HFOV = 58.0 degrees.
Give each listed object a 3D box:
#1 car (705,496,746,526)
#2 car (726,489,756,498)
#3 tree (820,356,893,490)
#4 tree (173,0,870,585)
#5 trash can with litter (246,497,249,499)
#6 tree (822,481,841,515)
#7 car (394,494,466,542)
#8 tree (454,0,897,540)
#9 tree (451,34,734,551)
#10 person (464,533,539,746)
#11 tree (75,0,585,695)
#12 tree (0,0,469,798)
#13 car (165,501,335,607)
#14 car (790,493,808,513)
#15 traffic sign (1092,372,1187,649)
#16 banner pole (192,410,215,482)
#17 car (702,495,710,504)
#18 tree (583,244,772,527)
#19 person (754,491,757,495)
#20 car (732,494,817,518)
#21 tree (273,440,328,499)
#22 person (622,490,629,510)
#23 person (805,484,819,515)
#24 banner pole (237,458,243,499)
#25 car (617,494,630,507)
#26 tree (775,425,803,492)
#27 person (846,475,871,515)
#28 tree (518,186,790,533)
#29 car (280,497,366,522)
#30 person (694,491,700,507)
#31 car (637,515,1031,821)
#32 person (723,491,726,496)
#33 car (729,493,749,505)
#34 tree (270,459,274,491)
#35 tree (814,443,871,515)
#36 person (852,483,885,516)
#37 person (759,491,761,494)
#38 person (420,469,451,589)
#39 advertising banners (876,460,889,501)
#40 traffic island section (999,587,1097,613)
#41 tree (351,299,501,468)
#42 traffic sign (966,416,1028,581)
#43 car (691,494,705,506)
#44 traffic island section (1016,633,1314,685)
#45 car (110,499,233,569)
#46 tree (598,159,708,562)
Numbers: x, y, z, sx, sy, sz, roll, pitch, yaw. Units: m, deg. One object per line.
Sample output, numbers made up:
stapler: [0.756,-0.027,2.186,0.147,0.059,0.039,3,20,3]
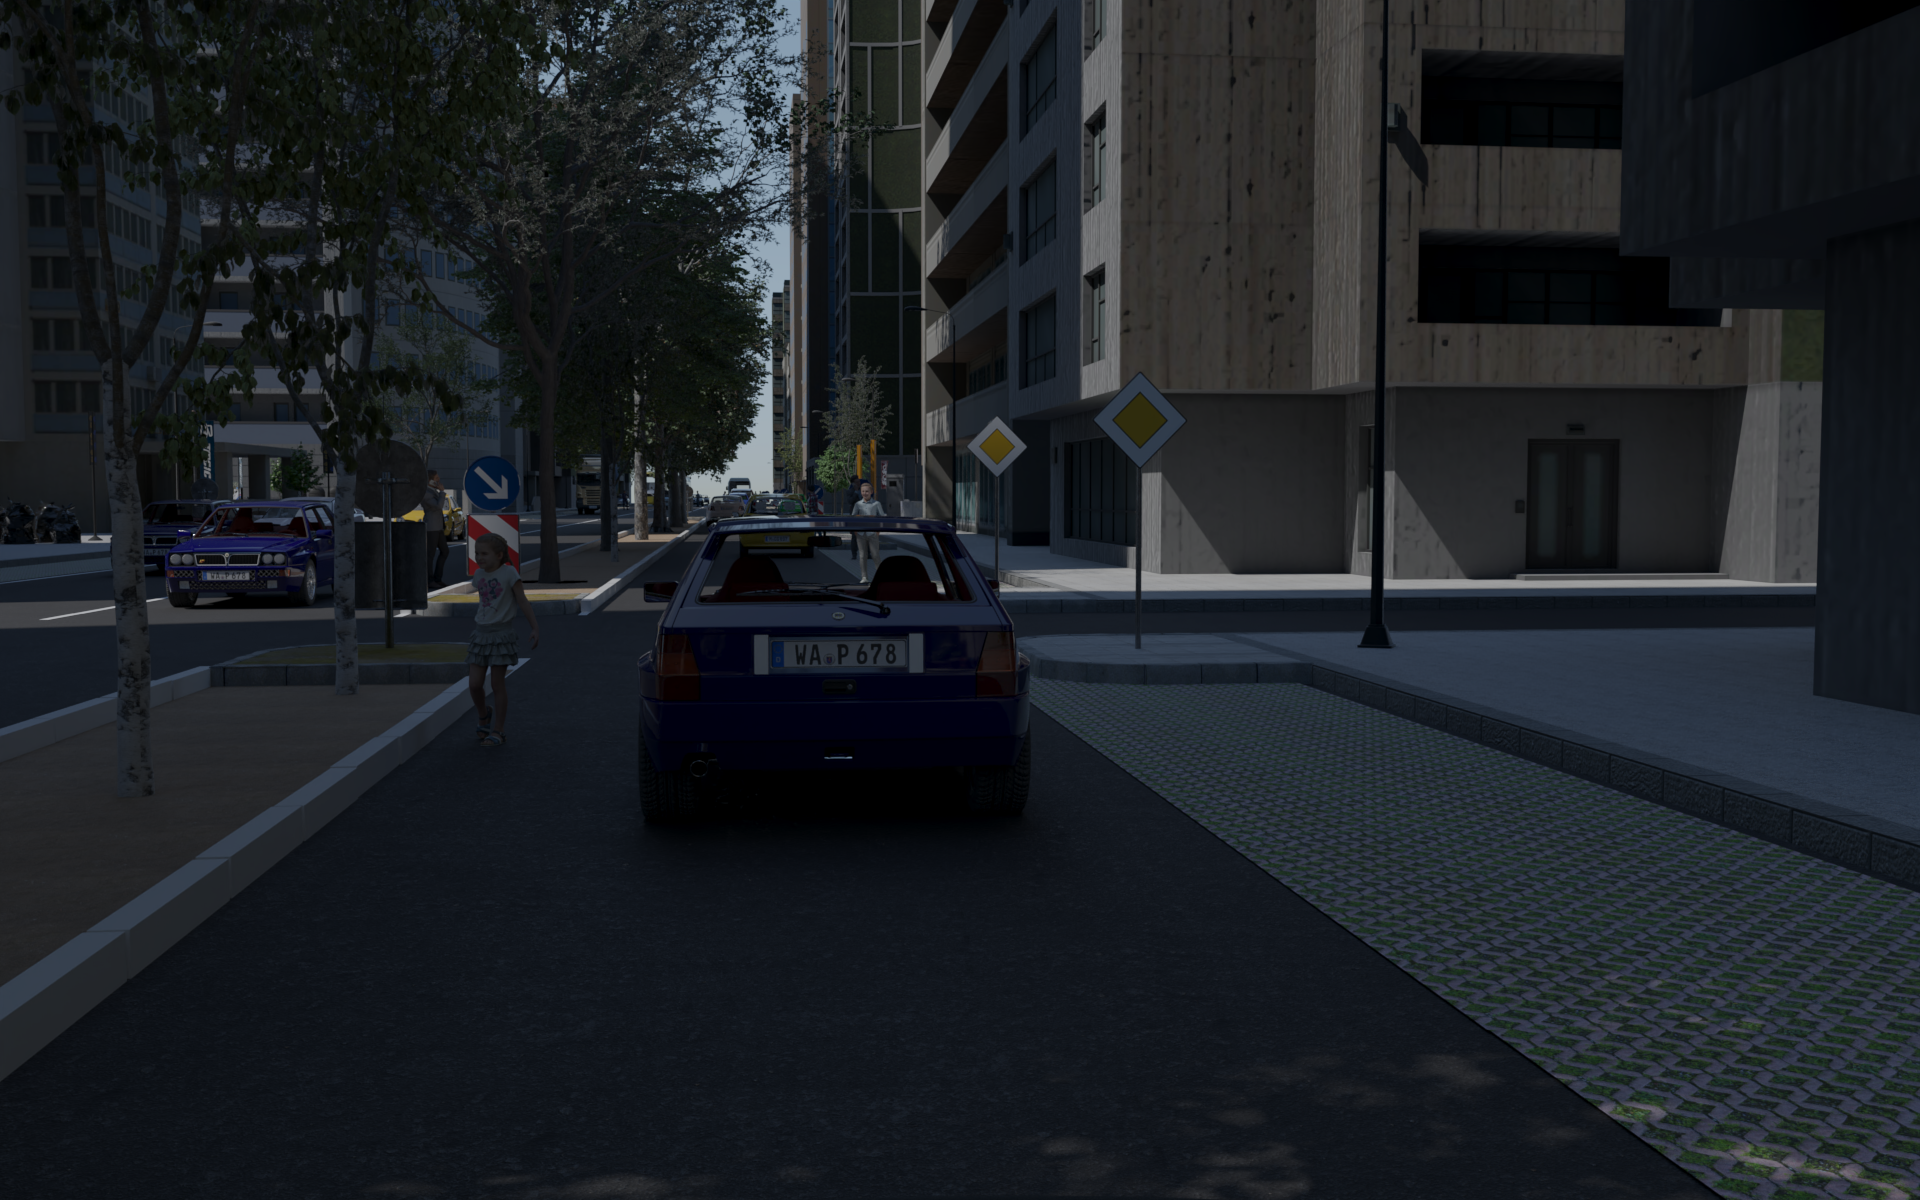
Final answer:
car: [-10.516,-4.034,78.320,2.083,1.381,4.827,0,4,-7]
car: [-15.261,-6.887,121.283,2.281,1.827,5.304,0,4,-7]
tree: [-5.697,-8.705,92.687,4.360,8.622,3.978,0,3,0]
tree: [-6.620,-7.011,27.453,12.009,13.543,11.850,0,3,0]
trash can with litter: [-32.274,-4.164,79.470,1.055,1.170,0.624,-2,4,-31]
tree: [-8.068,-6.970,108.555,1.663,3.219,1.824,0,3,0]
car: [-16.241,-2.621,53.079,2.015,1.641,3.980,-1,4,-9]
tree: [-8.565,-11.871,52.438,12.611,20.169,13.585,0,3,0]
tree: [-8.617,-7.454,42.453,7.486,12.596,7.792,0,3,0]
person: [-2.615,0.217,9.962,0.505,1.210,0.382,1,4,18]
tree: [-4.435,-3.638,12.308,4.737,8.622,4.395,0,3,0]
tree: [-3.854,-3.357,7.704,4.360,8.622,3.978,0,3,0]
car: [-9.328,-0.654,23.270,1.945,1.354,3.894,0,4,-8]
car: [-10.422,-6.069,108.032,1.959,1.807,4.718,-1,4,-9]
traffic sign: [1.475,-0.652,14.308,0.795,2.450,0.064,0,4,-7]
banner pole: [-22.662,-3.780,51.815,0.863,3.779,0.401,0,4,6]
car: [-35.958,-14.071,242.639,1.945,1.354,3.894,-1,4,-9]
tree: [-12.239,-10.088,74.050,9.857,13.997,8.962,0,3,0]
person: [-26.670,-13.305,226.054,1.348,1.823,0.705,0,4,-3]
car: [-4.315,-1.848,40.431,2.015,1.641,3.980,0,4,-7]
tree: [-23.548,-4.138,62.260,1.663,3.219,1.824,0,3,0]
person: [-29.736,-8.884,154.197,0.568,1.767,0.683,3,5,40]
person: [-4.374,-2.608,51.977,0.643,1.720,0.563,-1,4,-16]
banner pole: [-35.289,-5.803,84.894,0.401,3.779,0.863,-3,4,-38]
car: [-36.761,-10.737,187.544,2.014,1.417,4.499,0,4,-7]
tree: [-17.089,-14.039,179.900,4.737,8.622,4.395,0,3,0]
person: [-2.145,-1.799,37.720,0.655,1.846,0.447,-2,4,-24]
tree: [-11.086,-8.819,63.661,9.611,12.733,9.660,0,3,0]
car: [-14.912,-1.669,39.656,2.083,1.381,4.827,0,4,-6]
person: [-28.861,-11.119,190.380,0.705,1.814,1.350,-2,4,-34]
car: [-0.696,0.218,9.012,1.945,1.354,3.894,0,4,-6]
person: [-21.936,-9.308,161.618,0.436,1.711,0.756,0,4,7]
car: [-14.452,-6.313,112.802,1.945,1.707,3.694,0,4,-8]
tree: [-32.165,-5.362,82.263,1.663,3.219,1.824,0,3,0]
tree: [-7.025,-7.345,103.811,4.285,4.588,4.351,0,3,0]
person: [-1.447,-1.028,27.125,0.589,1.601,0.330,1,4,18]
person: [-19.327,-9.730,168.108,1.217,1.766,0.721,1,4,22]
person: [-7.971,-1.079,26.331,0.473,1.802,0.592,0,4,6]
advertising banners: [-4.445,-5.678,89.026,2.074,3.025,0.090,-3,5,-44]
traffic island section: [0.493,-0.002,22.310,2.009,0.180,2.903,0,4,-7]
tree: [-26.137,-9.136,83.788,8.767,10.594,7.601,1,4,8]
traffic sign: [0.470,-1.137,22.230,0.795,2.450,0.064,0,4,-7]
car: [-31.479,-12.047,206.762,2.009,1.686,4.222,0,4,-7]
traffic island section: [1.497,0.483,14.388,2.009,0.180,2.903,0,4,-7]
car: [-14.261,-1.181,31.884,1.945,1.354,3.894,-1,4,-9]
tree: [-7.200,-5.079,35.864,4.360,8.622,3.978,0,3,0]
